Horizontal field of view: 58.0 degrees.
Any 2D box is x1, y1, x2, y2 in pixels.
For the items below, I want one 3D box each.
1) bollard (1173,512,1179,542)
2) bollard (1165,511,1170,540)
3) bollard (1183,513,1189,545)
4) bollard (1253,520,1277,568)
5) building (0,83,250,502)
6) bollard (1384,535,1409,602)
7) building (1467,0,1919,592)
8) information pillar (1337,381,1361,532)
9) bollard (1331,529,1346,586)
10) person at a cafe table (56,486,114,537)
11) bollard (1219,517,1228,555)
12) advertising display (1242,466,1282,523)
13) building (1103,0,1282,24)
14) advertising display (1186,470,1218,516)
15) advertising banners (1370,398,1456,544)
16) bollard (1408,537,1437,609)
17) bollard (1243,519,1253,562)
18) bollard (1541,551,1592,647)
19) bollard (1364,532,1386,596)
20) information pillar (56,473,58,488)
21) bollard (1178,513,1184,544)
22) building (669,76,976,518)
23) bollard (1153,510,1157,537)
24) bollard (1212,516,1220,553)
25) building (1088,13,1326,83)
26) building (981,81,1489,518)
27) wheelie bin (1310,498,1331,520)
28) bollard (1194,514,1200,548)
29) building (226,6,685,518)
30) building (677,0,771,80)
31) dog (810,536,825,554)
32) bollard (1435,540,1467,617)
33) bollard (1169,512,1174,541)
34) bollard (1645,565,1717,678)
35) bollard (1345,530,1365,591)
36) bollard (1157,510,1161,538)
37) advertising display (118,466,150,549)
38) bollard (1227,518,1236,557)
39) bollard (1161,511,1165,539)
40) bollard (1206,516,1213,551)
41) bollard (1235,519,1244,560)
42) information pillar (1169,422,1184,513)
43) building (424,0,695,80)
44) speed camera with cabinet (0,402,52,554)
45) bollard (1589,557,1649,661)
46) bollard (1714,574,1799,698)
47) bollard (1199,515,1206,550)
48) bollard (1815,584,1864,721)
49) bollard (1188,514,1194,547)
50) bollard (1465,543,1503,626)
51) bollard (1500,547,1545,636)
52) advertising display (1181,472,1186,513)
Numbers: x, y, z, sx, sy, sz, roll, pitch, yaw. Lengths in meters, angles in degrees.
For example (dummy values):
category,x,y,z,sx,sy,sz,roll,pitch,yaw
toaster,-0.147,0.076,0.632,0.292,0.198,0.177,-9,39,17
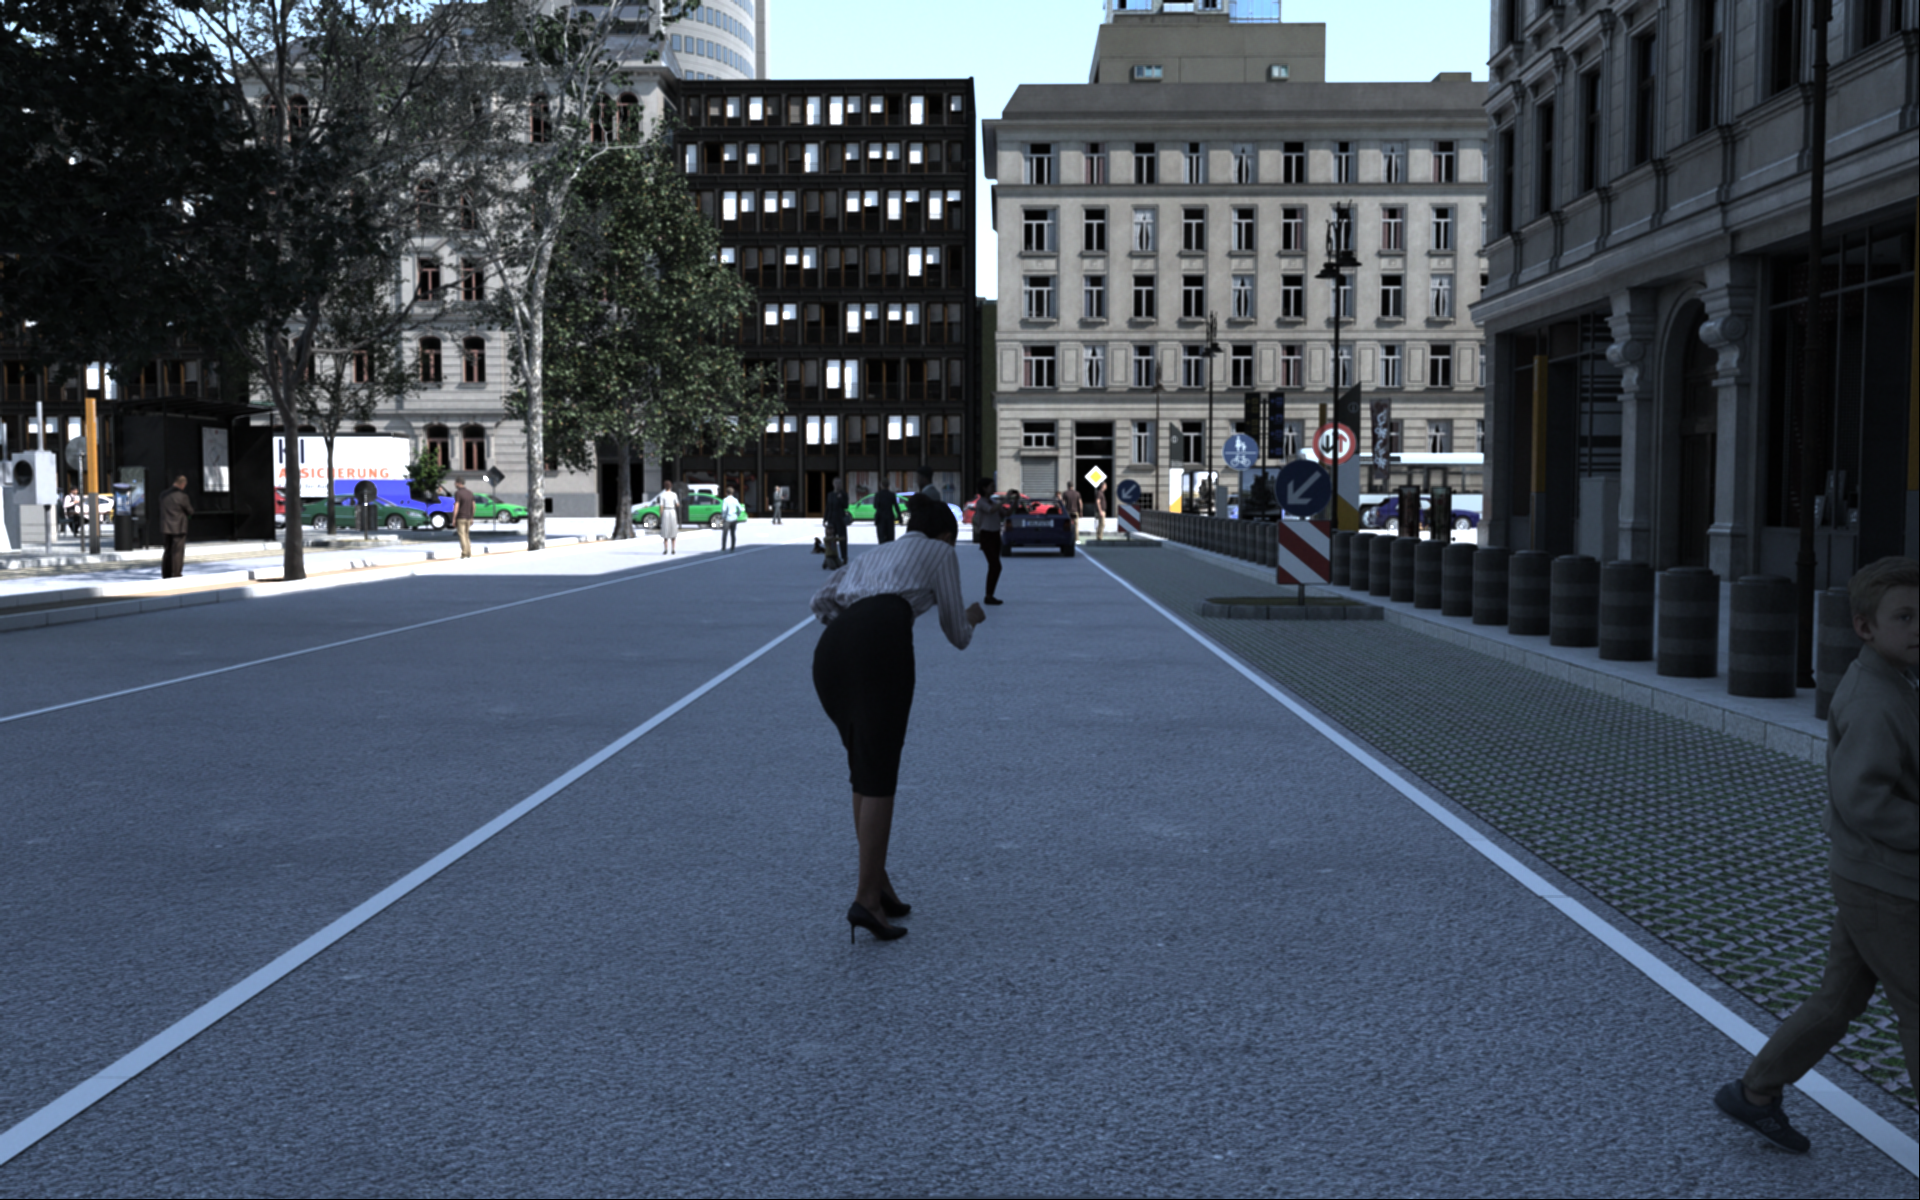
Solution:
category,x,y,z,sx,sy,sz,roll,pitch,yaw
bollard,5.955,-1.914,46.007,0.404,0.777,0.398,0,3,0
bollard,6.013,-2.061,48.409,0.404,0.777,0.398,0,3,0
bollard,5.901,-1.766,43.599,0.404,0.777,0.398,0,3,0
bollard,5.612,-1.031,31.570,0.404,0.777,0.398,0,3,0
building,-46.468,-16.381,97.511,15.834,23.373,12.332,0,4,1
bollard,5.349,-0.365,20.686,0.404,0.777,0.398,0,3,0
building,15.753,-11.321,36.001,10.553,20.767,40.483,0,4,1
information pillar,8.054,-2.722,35.862,0.504,3.616,0.183,1,4,13
bollard,5.438,-0.587,24.313,0.404,0.777,0.398,0,3,0
person at a cafe table,-26.273,-2.660,52.002,1.622,1.524,1.698,0,4,0
bollard,5.729,-1.325,36.384,0.404,0.777,0.398,0,3,0
advertising display,6.996,-2.142,40.243,0.974,1.923,0.123,1,4,15
building,25.153,-54.154,198.090,22.319,86.520,31.000,0,4,1
advertising display,6.646,-2.570,47.231,0.974,1.923,0.123,-2,4,-35
advertising banners,8.116,-2.141,31.190,0.090,3.025,2.074,-2,4,-32
bollard,5.321,-0.292,19.484,0.404,0.777,0.398,0,3,0
bollard,5.640,-1.104,32.775,0.404,0.777,0.398,0,3,0
bollard,5.211,0.003,14.666,0.404,0.777,0.398,0,3,0
bollard,5.383,-0.439,21.897,0.404,0.777,0.398,0,3,0
information pillar,-31.786,-3.438,60.700,0.304,2.012,0.304,-2,4,-25
bollard,5.926,-1.840,44.806,0.404,0.777,0.398,0,3,0
building,-7.094,-16.317,96.467,15.834,23.373,12.332,0,4,1
bollard,6.097,-2.283,52.042,0.404,0.777,0.398,0,3,0
bollard,5.755,-1.399,37.585,0.404,0.777,0.398,0,3,0
building,23.895,-33.579,172.711,21.300,48.544,21.600,0,4,1
building,16.313,-16.192,98.023,30.059,22.955,16.112,0,4,1
wheelie bin,12.225,-3.101,58.602,0.980,1.594,0.693,0,4,-7
bollard,5.838,-1.619,41.189,0.404,0.777,0.398,0,3,0
building,-26.758,-18.985,97.790,23.554,28.519,14.401,0,4,1
building,-30.466,-38.222,166.929,21.231,58.520,28.212,0,4,1
dog,-3.483,-1.325,41.858,0.550,0.427,0.748,1,4,19
bollard,5.294,-0.218,18.274,0.404,0.777,0.398,0,3,0
bollard,5.984,-1.987,47.208,0.404,0.777,0.398,0,3,0
bollard,5.152,0.151,12.251,0.404,0.777,0.398,0,3,0
bollard,5.413,-0.513,23.108,0.404,0.777,0.398,0,3,0
bollard,6.068,-2.209,50.829,0.404,0.777,0.398,0,3,0
advertising display,-19.241,-2.150,40.374,0.974,1.923,0.123,2,4,30
bollard,5.701,-1.252,35.182,0.404,0.777,0.398,0,3,0
bollard,6.042,-2.135,49.627,0.404,0.777,0.398,0,3,0
bollard,5.783,-1.472,38.786,0.404,0.777,0.398,0,3,0
bollard,5.670,-1.178,33.981,0.404,0.777,0.398,0,3,0
information pillar,7.040,-3.983,56.469,0.504,3.616,0.183,-1,4,-18
building,-47.681,-40.606,205.903,28.212,58.520,21.231,0,4,1
speed camera with cabinet,-20.390,-2.620,37.170,2.038,3.252,0.660,1,4,20
bollard,5.181,0.077,13.452,0.404,0.777,0.398,0,3,0
bollard,5.122,0.225,11.046,0.404,0.777,0.398,0,3,0
bollard,5.809,-1.546,39.988,0.404,0.777,0.398,0,3,0
bollard,5.093,0.298,9.845,0.404,0.777,0.398,0,3,0
bollard,5.867,-1.693,42.390,0.404,0.777,0.398,0,3,0
bollard,5.265,-0.144,17.073,0.404,0.777,0.398,0,3,0
bollard,5.236,-0.070,15.868,0.404,0.777,0.398,0,3,0
advertising display,7.077,-2.835,51.571,0.974,1.923,0.123,1,4,19
